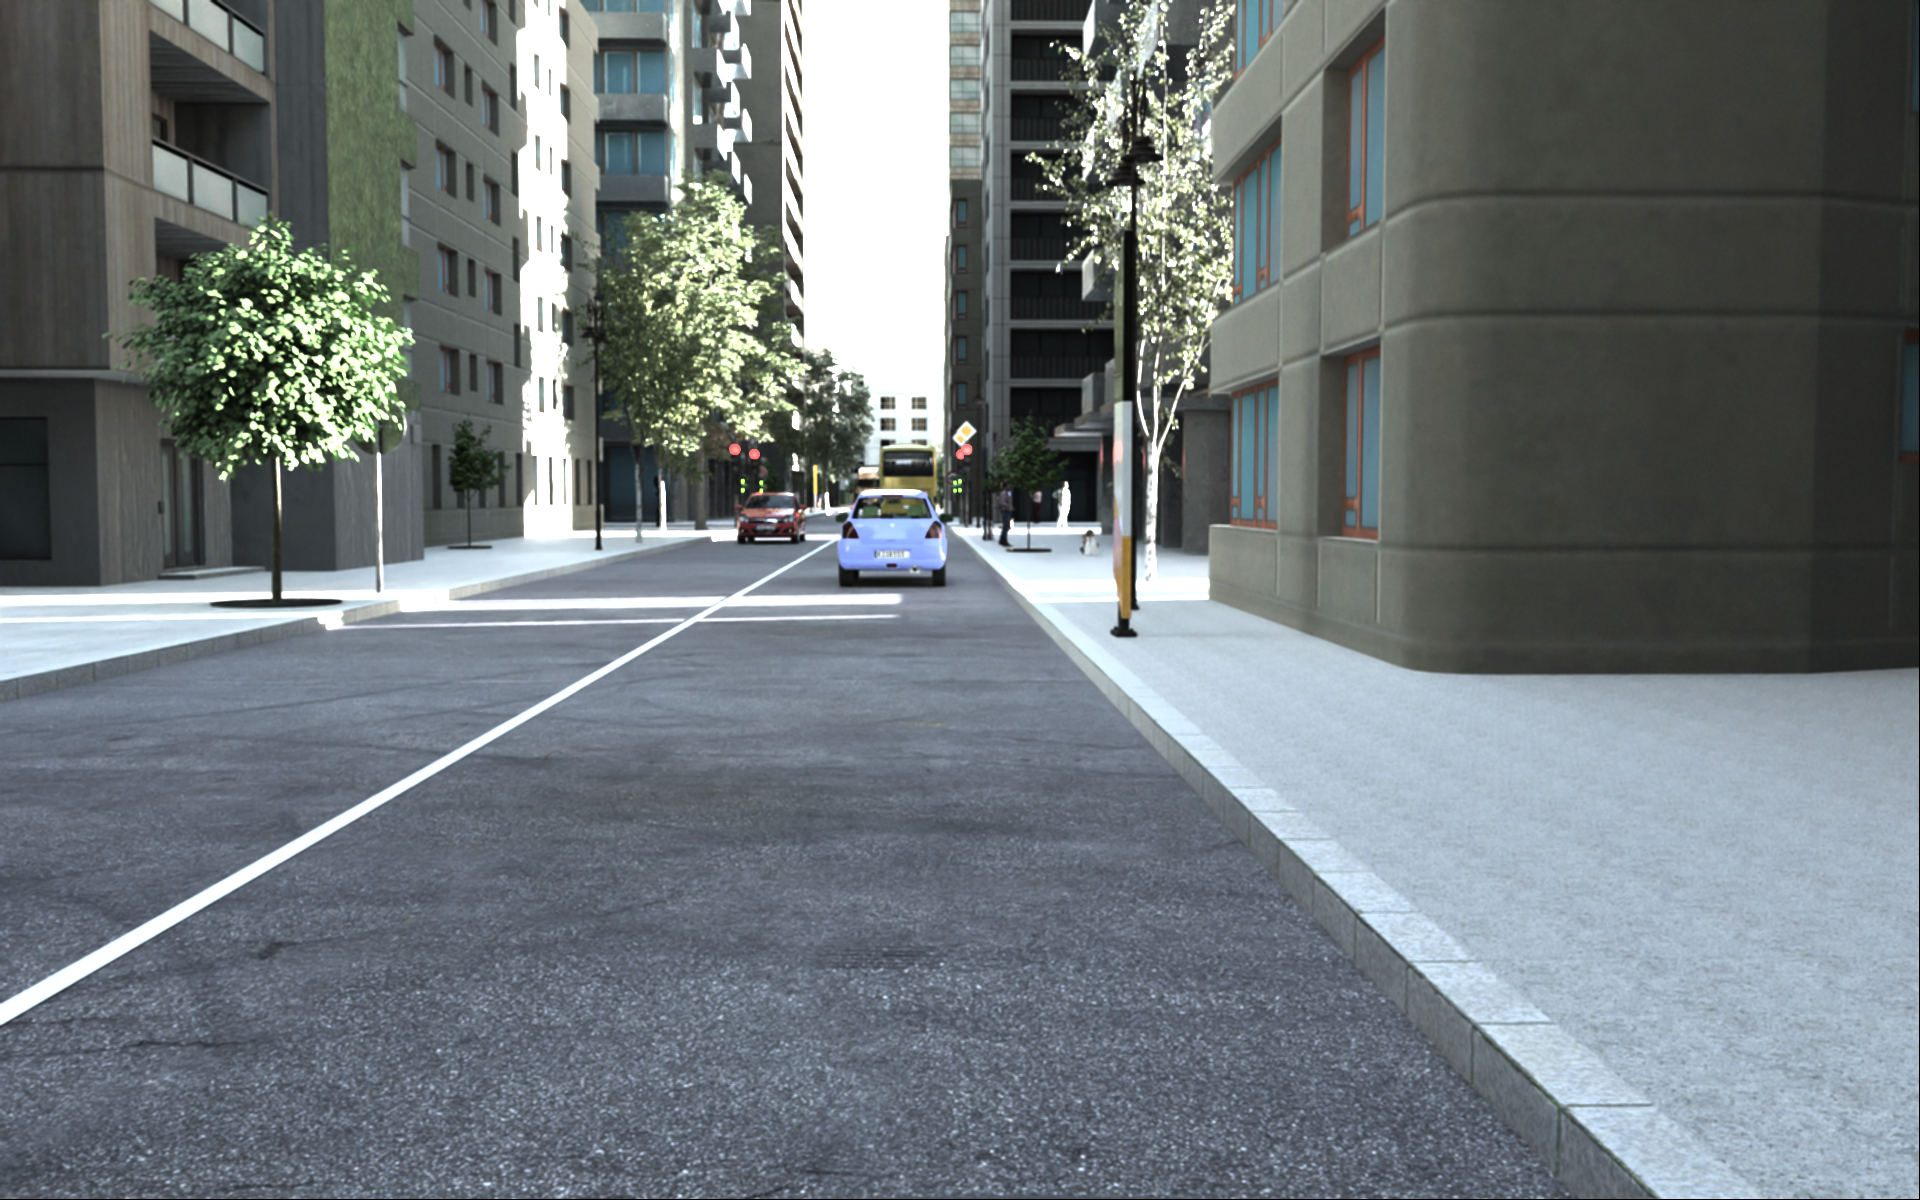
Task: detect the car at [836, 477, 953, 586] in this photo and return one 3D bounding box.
[{"bbox_3d":[-1.073,-1.137,28.178,1.945,1.707,3.694,0,4,-1],"label":"car"}]

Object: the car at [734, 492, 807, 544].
[{"bbox_3d":[-5.573,-2.589,51.374,2.155,1.783,4.494,0,4,-1],"label":"car"}]

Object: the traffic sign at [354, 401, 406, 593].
[{"bbox_3d":[-7.554,-1.367,22.459,0.768,2.556,0.104,1,4,8],"label":"traffic sign"}]

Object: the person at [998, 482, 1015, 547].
[{"bbox_3d":[1.152,-2.086,42.111,0.435,1.587,0.963,0,4,-1],"label":"person"}]

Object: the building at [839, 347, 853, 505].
[{"bbox_3d":[-29.733,-21.358,215.664,31.486,18.905,16.747,0,4,-1],"label":"building"}]

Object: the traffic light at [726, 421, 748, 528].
[{"bbox_3d":[-8.545,-4.728,66.218,0.839,4.253,0.868,0,4,-1],"label":"traffic light"}]

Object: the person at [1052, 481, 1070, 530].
[{"bbox_3d":[3.713,-3.409,62.506,0.841,1.734,0.376,-3,4,-38],"label":"person"}]

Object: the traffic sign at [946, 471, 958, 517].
[{"bbox_3d":[-0.395,-5.825,95.345,0.768,2.556,0.104,0,4,5],"label":"traffic sign"}]

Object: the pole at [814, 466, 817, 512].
[{"bbox_3d":[-10.353,-7.943,123.711,0.158,3.312,0.155,0,3,0],"label":"pole"}]

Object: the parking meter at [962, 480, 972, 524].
[{"bbox_3d":[0.313,-4.151,73.579,0.399,1.863,0.255,1,4,17],"label":"parking meter"}]

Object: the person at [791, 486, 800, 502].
[{"bbox_3d":[-9.708,-5.833,102.089,0.551,1.740,0.621,-1,4,-16],"label":"person"}]

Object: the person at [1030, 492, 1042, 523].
[{"bbox_3d":[3.300,-4.173,75.736,0.517,1.644,0.566,0,4,-3],"label":"person"}]

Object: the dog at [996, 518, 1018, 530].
[{"bbox_3d":[1.688,-2.738,62.508,0.550,0.427,0.748,-3,4,-36],"label":"dog"}]

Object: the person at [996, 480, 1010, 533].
[{"bbox_3d":[1.421,-3.106,57.528,0.504,1.737,0.576,-2,4,-27],"label":"person"}]

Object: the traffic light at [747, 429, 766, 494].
[{"bbox_3d":[-8.749,-5.216,74.200,0.839,4.253,0.868,0,4,-1],"label":"traffic light"}]

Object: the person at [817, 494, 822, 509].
[{"bbox_3d":[-12.008,-8.547,149.011,0.697,1.427,0.421,-1,4,-20],"label":"person"}]

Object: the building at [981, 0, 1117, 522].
[{"bbox_3d":[11.600,-39.644,86.426,20.611,71.187,20.563,0,4,-1],"label":"building"}]

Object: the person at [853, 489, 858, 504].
[{"bbox_3d":[-7.291,-6.830,120.300,0.434,1.807,0.598,2,4,32],"label":"person"}]

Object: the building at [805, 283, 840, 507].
[{"bbox_3d":[-26.111,-19.660,165.408,27.936,21.610,32.646,0,4,-1],"label":"building"}]

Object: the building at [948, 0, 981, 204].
[{"bbox_3d":[6.014,-27.855,139.031,14.154,41.232,14.086,0,4,-1],"label":"building"}]

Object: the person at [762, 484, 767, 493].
[{"bbox_3d":[-9.449,-4.767,84.539,0.434,1.755,0.990,0,4,1],"label":"person"}]

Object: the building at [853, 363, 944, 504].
[{"bbox_3d":[-4.154,-23.006,242.602,31.486,18.905,16.747,0,4,-1],"label":"building"}]

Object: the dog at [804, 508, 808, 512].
[{"bbox_3d":[-11.079,-6.474,123.591,0.748,0.427,0.550,-3,4,-38],"label":"dog"}]

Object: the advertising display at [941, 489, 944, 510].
[{"bbox_3d":[-1.275,-8.005,136.091,0.123,1.923,0.974,-2,4,-24],"label":"advertising display"}]

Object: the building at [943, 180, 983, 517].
[{"bbox_3d":[12.967,-16.228,110.362,27.650,21.520,28.899,0,4,-1],"label":"building"}]

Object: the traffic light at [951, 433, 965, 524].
[{"bbox_3d":[0.029,-5.230,74.439,0.839,4.253,0.868,0,4,-1],"label":"traffic light"}]

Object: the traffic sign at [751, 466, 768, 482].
[{"bbox_3d":[-8.937,-4.720,77.285,0.768,2.556,0.104,1,4,8],"label":"traffic sign"}]

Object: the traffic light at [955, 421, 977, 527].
[{"bbox_3d":[0.233,-4.742,66.457,0.839,4.253,0.868,0,4,-1],"label":"traffic light"}]

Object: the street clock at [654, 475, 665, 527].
[{"bbox_3d":[-11.632,-3.817,66.983,0.358,2.002,0.471,1,4,19],"label":"street clock"}]

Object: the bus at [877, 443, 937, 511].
[{"bbox_3d":[-2.543,-5.586,82.873,2.896,3.916,12.252,0,4,-2],"label":"bus"}]

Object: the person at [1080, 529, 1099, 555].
[{"bbox_3d":[2.732,-1.210,36.303,0.381,0.543,0.357,-1,4,-17],"label":"person"}]
